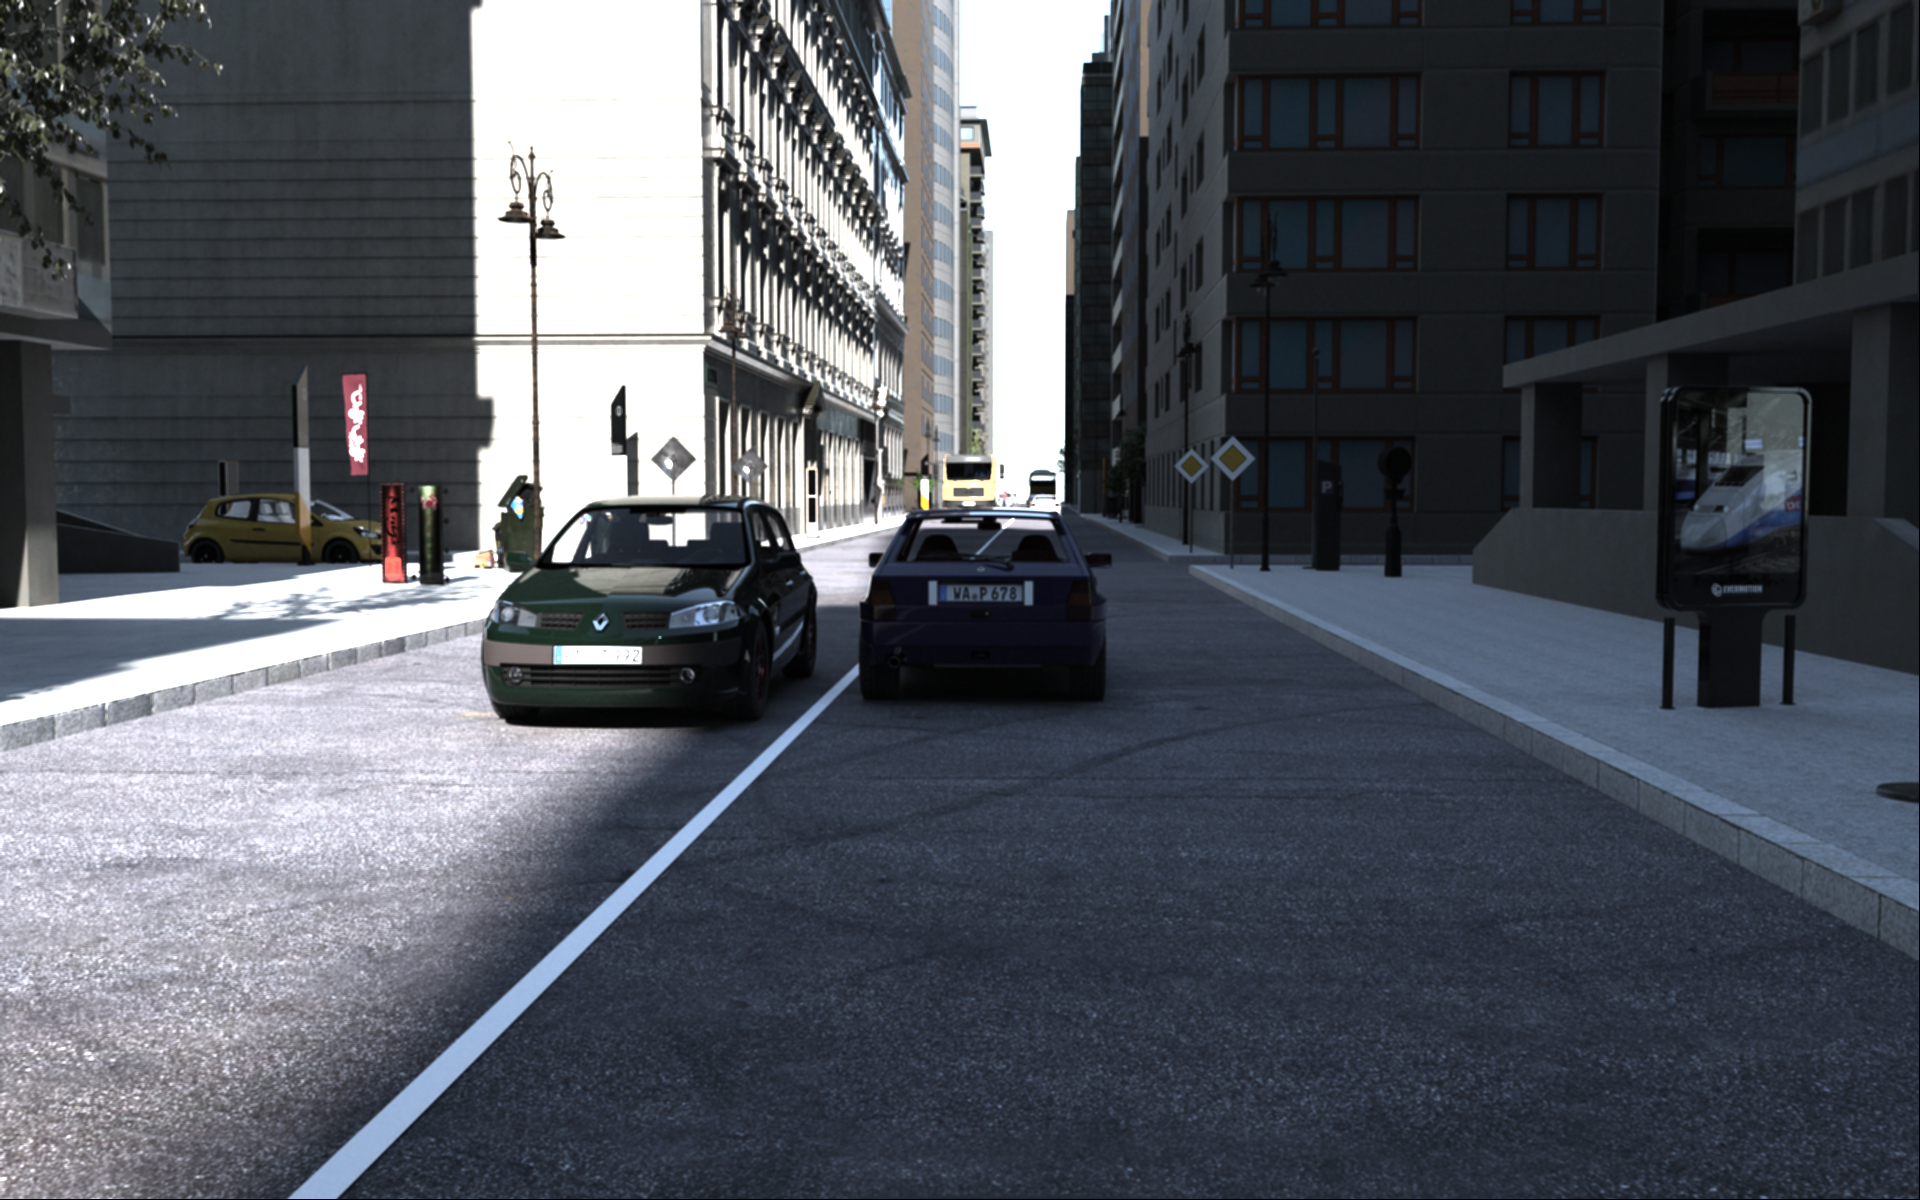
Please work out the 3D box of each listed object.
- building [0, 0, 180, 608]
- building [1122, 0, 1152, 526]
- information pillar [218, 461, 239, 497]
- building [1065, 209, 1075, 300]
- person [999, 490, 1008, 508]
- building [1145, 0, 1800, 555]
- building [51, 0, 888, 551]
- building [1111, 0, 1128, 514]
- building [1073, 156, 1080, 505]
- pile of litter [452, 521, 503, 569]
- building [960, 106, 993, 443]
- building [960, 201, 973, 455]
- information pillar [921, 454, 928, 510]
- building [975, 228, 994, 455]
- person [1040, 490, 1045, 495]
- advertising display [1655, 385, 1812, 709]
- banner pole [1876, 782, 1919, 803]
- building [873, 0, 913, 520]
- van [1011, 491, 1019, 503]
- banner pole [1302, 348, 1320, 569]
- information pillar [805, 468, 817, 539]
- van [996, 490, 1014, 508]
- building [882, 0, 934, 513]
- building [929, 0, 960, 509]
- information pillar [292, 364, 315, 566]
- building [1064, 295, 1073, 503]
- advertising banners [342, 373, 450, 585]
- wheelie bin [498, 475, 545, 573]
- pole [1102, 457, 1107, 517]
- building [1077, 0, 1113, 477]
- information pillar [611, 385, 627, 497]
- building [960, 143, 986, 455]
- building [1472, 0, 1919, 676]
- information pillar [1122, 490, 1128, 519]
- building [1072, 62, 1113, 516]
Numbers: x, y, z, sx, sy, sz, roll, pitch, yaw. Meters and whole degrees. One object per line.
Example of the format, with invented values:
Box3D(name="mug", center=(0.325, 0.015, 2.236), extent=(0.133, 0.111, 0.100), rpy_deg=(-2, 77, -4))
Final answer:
Box3D(name="building", center=(-21.936, -19.684, 13.707), extent=(23.993, 40.220, 32.217), rpy_deg=(0, 4, 3))
Box3D(name="building", center=(14.346, -25.997, 75.154), extent=(14.600, 45.320, 14.200), rpy_deg=(0, 4, 3))
Box3D(name="information pillar", center=(-16.076, -2.056, 38.108), extent=(0.304, 2.012, 0.304), rpy_deg=(2, 4, 35))
Box3D(name="building", center=(22.979, -37.545, 263.977), extent=(14.600, 45.320, 14.200), rpy_deg=(0, 4, 3))
Box3D(name="person", center=(3.284, -7.418, 130.503), extent=(0.721, 1.743, 1.217), rpy_deg=(-2, 4, -32))
Box3D(name="building", center=(20.635, -12.473, 48.978), extent=(28.899, 21.520, 27.650), rpy_deg=(0, 4, 3))
Box3D(name="building", center=(-12.633, -17.335, 59.845), extent=(17.030, 29.872, 44.131), rpy_deg=(0, 4, 3))
Box3D(name="building", center=(19.998, -29.173, 100.678), extent=(21.300, 48.544, 21.600), rpy_deg=(0, 4, 3))
Box3D(name="building", center=(20.946, -32.305, 211.773), extent=(14.154, 41.232, 14.086), rpy_deg=(0, 4, 3))
Box3D(name="pile of litter", center=(-7.939, -0.983, 30.036), extent=(1.719, 0.858, 1.176), rpy_deg=(-1, 4, -10))
Box3D(name="building", center=(-10.188, -39.785, 239.728), extent=(28.713, 52.752, 27.495), rpy_deg=(0, 4, 3))
Box3D(name="building", center=(-5.982, -24.852, 178.023), extent=(14.160, 30.474, 14.107), rpy_deg=(0, 4, 3))
Box3D(name="information pillar", center=(-2.037, -6.670, 100.404), extent=(0.504, 3.616, 0.183), rpy_deg=(-3, 5, -39))
Box3D(name="building", center=(-2.041, -35.294, 260.658), extent=(14.154, 41.232, 14.086), rpy_deg=(0, 4, 3))
Box3D(name="person", center=(6.330, -7.521, 132.413), extent=(0.756, 1.711, 0.436), rpy_deg=(2, 4, 30))
Box3D(name="advertising display", center=(4.645, -0.318, 10.411), extent=(0.974, 1.923, 0.123), rpy_deg=(-1, 4, -15))
Box3D(name="banner pole", center=(4.231, -1.040, 7.027), extent=(0.401, 3.779, 0.863), rpy_deg=(-2, 4, -32))
Box3D(name="building", center=(-9.871, -18.712, 91.852), extent=(13.634, 28.700, 20.117), rpy_deg=(0, 4, 3))
Box3D(name="van", center=(8.137, -15.940, 267.637), extent=(2.013, 2.044, 4.112), rpy_deg=(0, 4, 2))
Box3D(name="banner pole", center=(6.132, -2.442, 29.948), extent=(0.401, 3.779, 0.863), rpy_deg=(1, 4, 9))
Box3D(name="information pillar", center=(-4.246, -2.752, 49.481), extent=(0.304, 2.012, 0.304), rpy_deg=(-1, 4, -13))
Box3D(name="van", center=(4.794, -10.884, 184.961), extent=(2.013, 2.044, 4.112), rpy_deg=(0, 4, 1))
Box3D(name="building", center=(-9.137, -28.795, 120.915), extent=(14.600, 45.320, 14.200), rpy_deg=(0, 4, 3))
Box3D(name="building", center=(-11.072, -36.690, 141.883), extent=(21.231, 58.520, 28.212), rpy_deg=(0, 4, 3))
Box3D(name="information pillar", center=(-11.794, -2.428, 31.045), extent=(0.183, 3.616, 0.504), rpy_deg=(0, 4, 3))
Box3D(name="building", center=(22.106, -29.273, 250.311), extent=(14.160, 30.474, 14.107), rpy_deg=(0, 4, 3))
Box3D(name="advertising banners", center=(-8.090, -1.747, 24.751), extent=(2.074, 3.025, 0.090), rpy_deg=(2, 4, 30))
Box3D(name="wheelie bin", center=(-7.207, -1.261, 28.525), extent=(0.693, 1.594, 0.980), rpy_deg=(-2, 4, -27))
Box3D(name="pole", center=(8.046, -6.272, 96.386), extent=(0.158, 3.312, 0.155), rpy_deg=(0, 3, 0))
Box3D(name="building", center=(23.873, -33.804, 172.299), extent=(23.786, 49.044, 30.456), rpy_deg=(0, 4, 3))
Box3D(name="information pillar", center=(-7.350, -2.815, 37.380), extent=(0.183, 3.616, 0.504), rpy_deg=(-3, 5, -44))
Box3D(name="building", center=(-8.134, -34.073, 211.711), extent=(22.147, 44.769, 28.867), rpy_deg=(0, 4, 3))
Box3D(name="building", center=(23.124, -19.822, 15.964), extent=(32.217, 40.220, 23.993), rpy_deg=(0, 4, 3))
Box3D(name="information pillar", center=(8.656, -5.259, 90.471), extent=(0.304, 2.012, 0.304), rpy_deg=(-3, 4, -38))
Box3D(name="building", center=(15.195, -21.264, 119.368), extent=(14.160, 30.474, 14.107), rpy_deg=(0, 4, 3))
